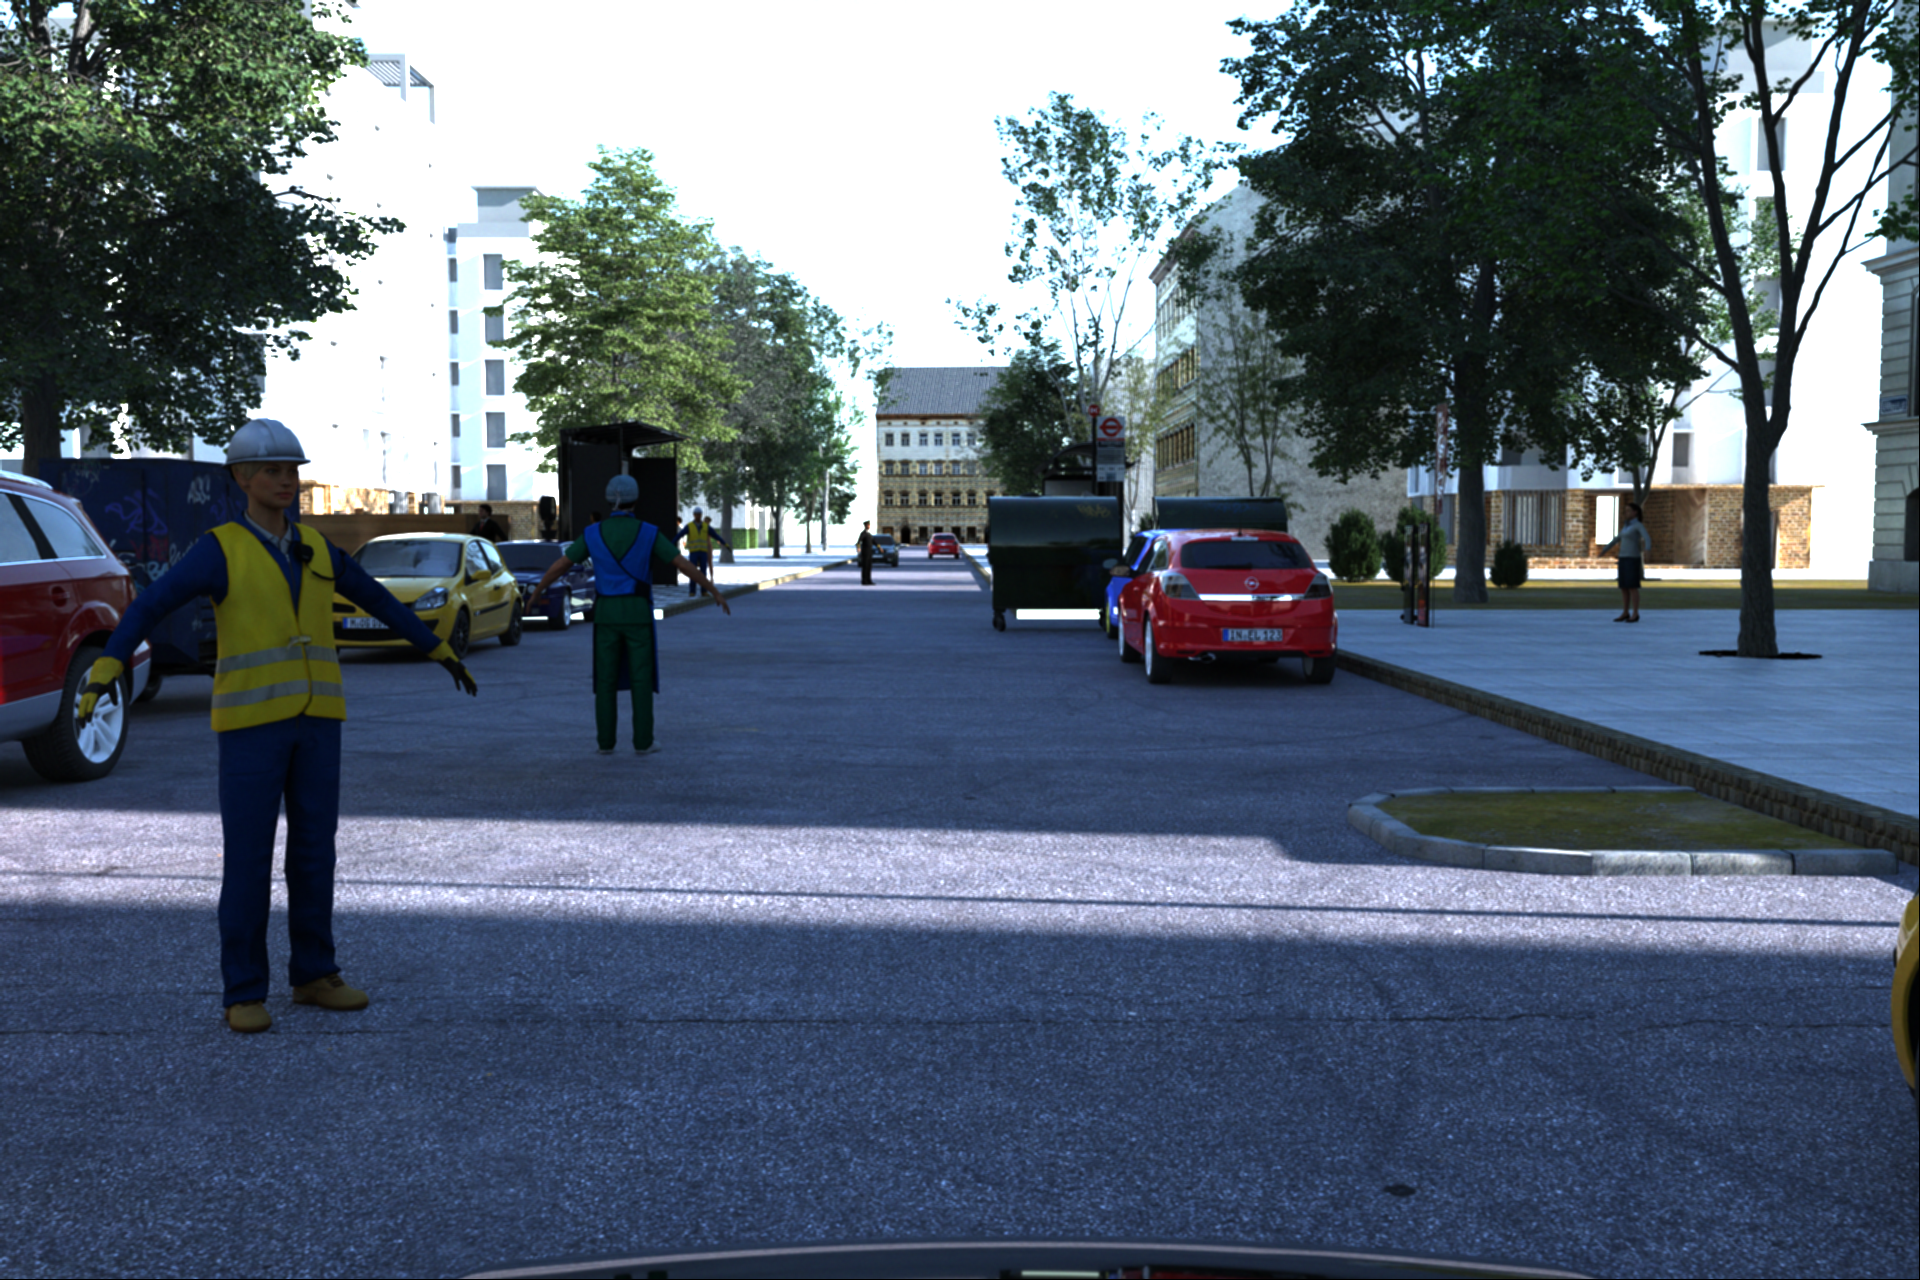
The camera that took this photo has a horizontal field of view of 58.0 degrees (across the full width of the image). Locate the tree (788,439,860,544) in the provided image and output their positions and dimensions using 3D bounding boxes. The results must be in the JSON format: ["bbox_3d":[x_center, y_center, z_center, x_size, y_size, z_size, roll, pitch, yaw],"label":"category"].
[{"bbox_3d":[-17.432,-19.207,220.692,9.857,13.997,8.962,0,3,0],"label":"tree"}]

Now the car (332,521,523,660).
[{"bbox_3d":[-6.520,-0.653,20.908,2.015,1.641,3.980,0,4,-1],"label":"car"}]

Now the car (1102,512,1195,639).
[{"bbox_3d":[2.861,-0.797,22.616,1.945,1.707,3.694,0,4,-1],"label":"car"}]

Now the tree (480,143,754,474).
[{"bbox_3d":[-9.939,-8.100,50.562,7.486,12.596,7.792,0,3,0],"label":"tree"}]

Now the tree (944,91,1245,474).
[{"bbox_3d":[5.758,-13.269,72.844,12.611,20.169,13.585,0,3,0],"label":"tree"}]

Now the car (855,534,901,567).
[{"bbox_3d":[-3.581,-4.046,75.946,2.009,1.686,4.222,0,4,-1],"label":"car"}]

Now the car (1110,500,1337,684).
[{"bbox_3d":[2.683,-0.553,18.075,2.155,1.783,4.494,0,3,0],"label":"car"}]

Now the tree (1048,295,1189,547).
[{"bbox_3d":[5.386,-6.285,53.118,4.360,8.622,3.978,0,3,0],"label":"tree"}]

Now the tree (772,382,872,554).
[{"bbox_3d":[-9.764,-11.437,112.747,9.928,11.665,9.643,0,3,0],"label":"tree"}]

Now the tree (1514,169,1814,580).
[{"bbox_3d":[19.125,-7.490,48.219,9.928,11.665,9.643,0,3,0],"label":"tree"}]

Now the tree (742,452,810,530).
[{"bbox_3d":[-10.383,-9.048,98.291,4.360,8.622,3.978,0,3,0],"label":"tree"}]

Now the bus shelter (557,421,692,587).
[{"bbox_3d":[-7.452,-2.923,39.079,1.731,3.624,6.357,0,4,2],"label":"bus shelter"}]

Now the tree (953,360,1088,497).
[{"bbox_3d":[4.612,-12.882,120.983,12.009,13.543,11.850,0,3,0],"label":"tree"}]

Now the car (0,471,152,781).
[{"bbox_3d":[-6.017,0.005,8.592,2.281,1.827,5.304,0,3,0],"label":"car"}]

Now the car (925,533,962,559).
[{"bbox_3d":[-0.956,-5.633,101.136,2.155,1.783,4.494,0,4,-2],"label":"car"}]

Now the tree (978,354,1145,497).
[{"bbox_3d":[5.424,-9.463,89.134,8.767,10.594,7.601,-1,4,-19],"label":"tree"}]

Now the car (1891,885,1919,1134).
[{"bbox_3d":[2.849,0.491,2.189,2.015,1.641,3.980,0,3,0],"label":"car"}]

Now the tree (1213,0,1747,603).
[{"bbox_3d":[9.487,-7.673,32.108,9.857,13.997,8.962,0,3,0],"label":"tree"}]

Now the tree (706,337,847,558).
[{"bbox_3d":[-9.773,-10.111,91.071,9.928,11.665,9.643,0,3,0],"label":"tree"}]

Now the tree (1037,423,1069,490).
[{"bbox_3d":[5.184,-9.616,107.581,4.360,8.622,3.978,0,3,0],"label":"tree"}]

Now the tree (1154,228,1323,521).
[{"bbox_3d":[7.281,-5.574,41.496,4.360,8.622,3.978,0,3,0],"label":"tree"}]

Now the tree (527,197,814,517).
[{"bbox_3d":[-10.450,-9.319,62.737,12.009,13.543,11.850,0,3,0],"label":"tree"}]

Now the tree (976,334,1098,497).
[{"bbox_3d":[4.449,-11.052,98.823,7.486,12.596,7.792,0,3,0],"label":"tree"}]

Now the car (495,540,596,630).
[{"bbox_3d":[-6.730,-0.885,27.044,1.945,1.354,3.894,0,4,-1],"label":"car"}]

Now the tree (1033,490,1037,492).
[{"bbox_3d":[4.736,-10.981,129.907,4.360,8.622,3.978,0,3,0],"label":"tree"}]

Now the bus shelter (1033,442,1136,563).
[{"bbox_3d":[2.843,-2.865,40.768,2.014,3.302,5.546,0,4,0],"label":"bus shelter"}]

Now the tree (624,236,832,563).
[{"bbox_3d":[-10.195,-10.341,75.725,9.857,13.997,8.962,0,3,0],"label":"tree"}]

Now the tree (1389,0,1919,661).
[{"bbox_3d":[8.406,-5.635,17.892,9.928,11.665,9.643,0,3,0],"label":"tree"}]

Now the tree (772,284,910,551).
[{"bbox_3d":[-9.936,-16.770,130.084,12.611,20.169,13.585,0,3,0],"label":"tree"}]

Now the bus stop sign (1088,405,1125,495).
[{"bbox_3d":[2.981,-2.880,35.790,0.855,3.939,0.416,0,4,0],"label":"bus stop sign"}]
